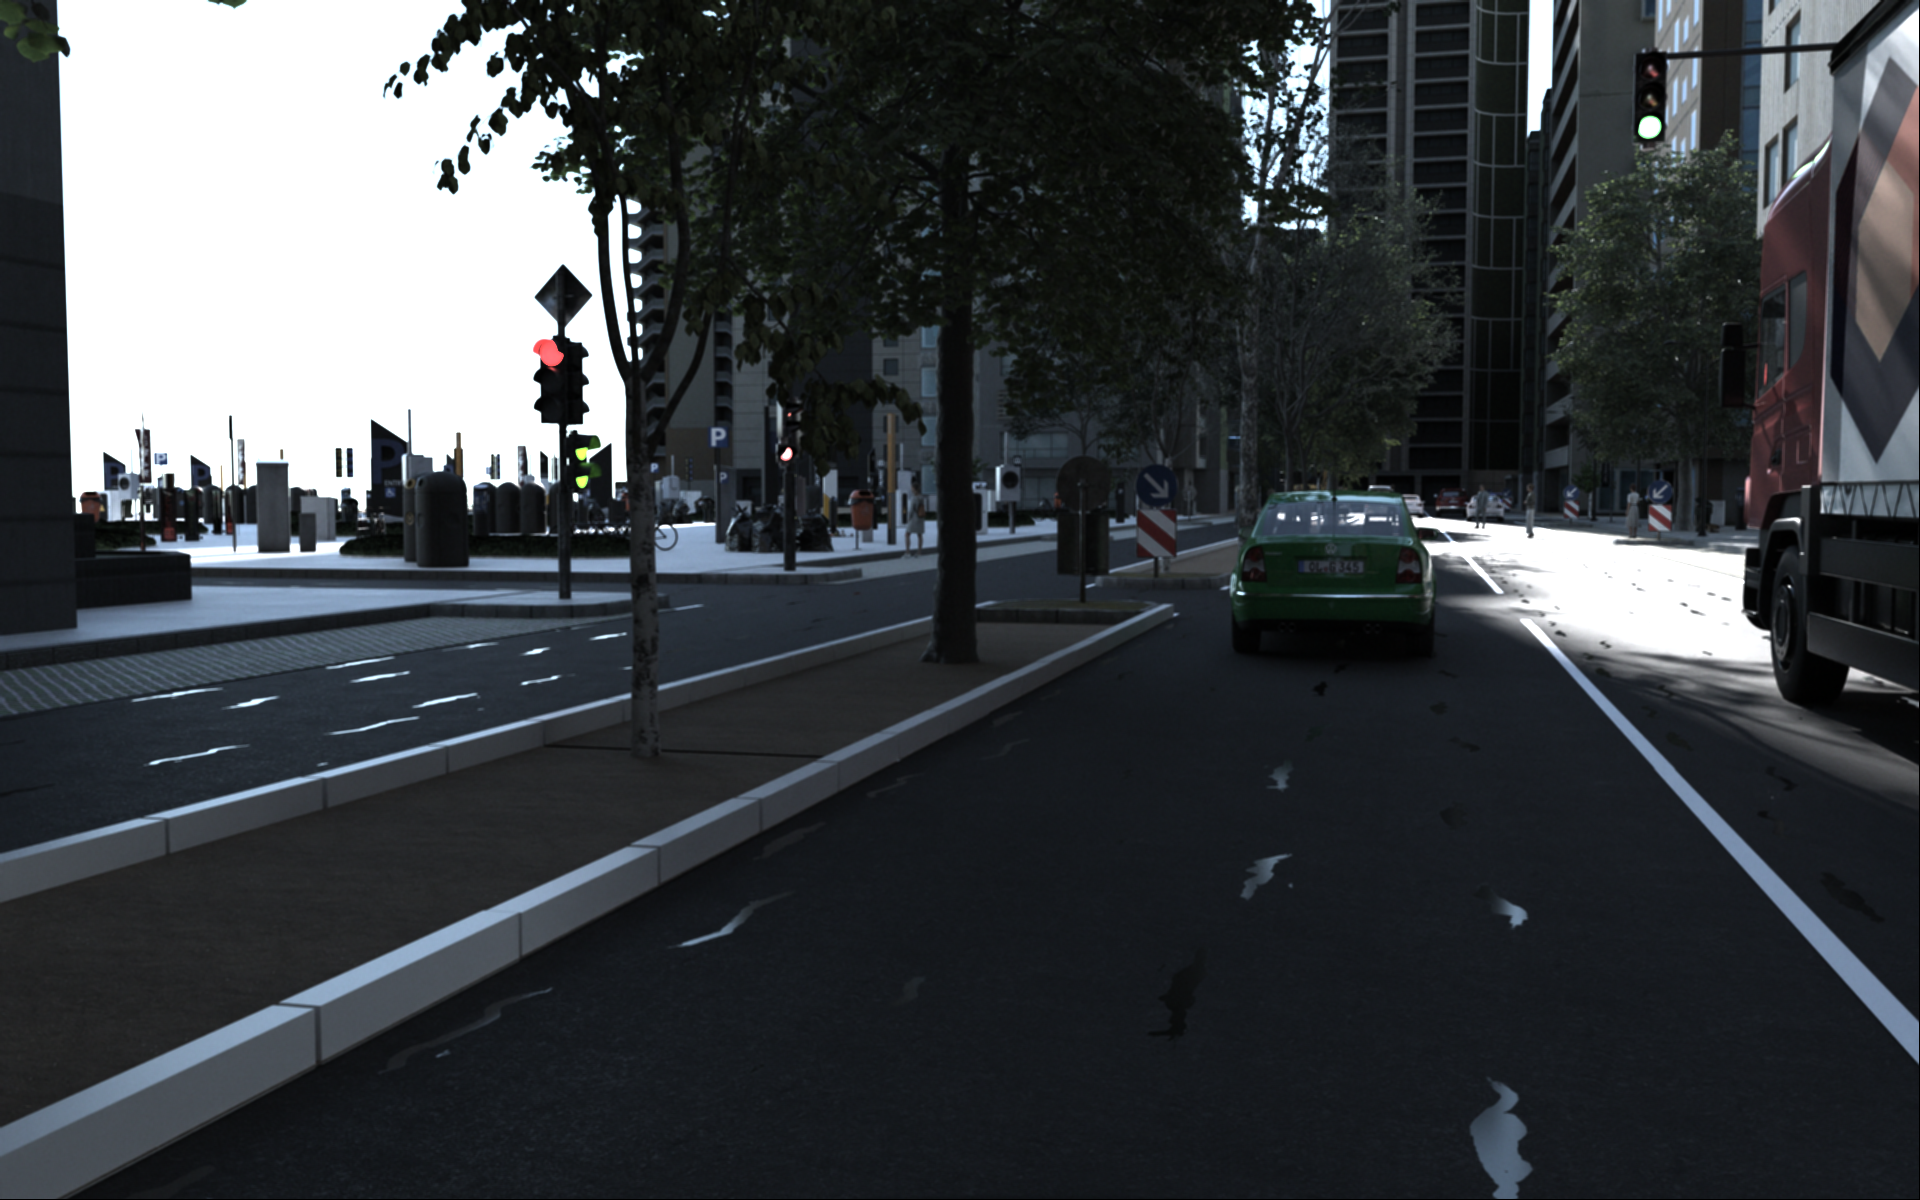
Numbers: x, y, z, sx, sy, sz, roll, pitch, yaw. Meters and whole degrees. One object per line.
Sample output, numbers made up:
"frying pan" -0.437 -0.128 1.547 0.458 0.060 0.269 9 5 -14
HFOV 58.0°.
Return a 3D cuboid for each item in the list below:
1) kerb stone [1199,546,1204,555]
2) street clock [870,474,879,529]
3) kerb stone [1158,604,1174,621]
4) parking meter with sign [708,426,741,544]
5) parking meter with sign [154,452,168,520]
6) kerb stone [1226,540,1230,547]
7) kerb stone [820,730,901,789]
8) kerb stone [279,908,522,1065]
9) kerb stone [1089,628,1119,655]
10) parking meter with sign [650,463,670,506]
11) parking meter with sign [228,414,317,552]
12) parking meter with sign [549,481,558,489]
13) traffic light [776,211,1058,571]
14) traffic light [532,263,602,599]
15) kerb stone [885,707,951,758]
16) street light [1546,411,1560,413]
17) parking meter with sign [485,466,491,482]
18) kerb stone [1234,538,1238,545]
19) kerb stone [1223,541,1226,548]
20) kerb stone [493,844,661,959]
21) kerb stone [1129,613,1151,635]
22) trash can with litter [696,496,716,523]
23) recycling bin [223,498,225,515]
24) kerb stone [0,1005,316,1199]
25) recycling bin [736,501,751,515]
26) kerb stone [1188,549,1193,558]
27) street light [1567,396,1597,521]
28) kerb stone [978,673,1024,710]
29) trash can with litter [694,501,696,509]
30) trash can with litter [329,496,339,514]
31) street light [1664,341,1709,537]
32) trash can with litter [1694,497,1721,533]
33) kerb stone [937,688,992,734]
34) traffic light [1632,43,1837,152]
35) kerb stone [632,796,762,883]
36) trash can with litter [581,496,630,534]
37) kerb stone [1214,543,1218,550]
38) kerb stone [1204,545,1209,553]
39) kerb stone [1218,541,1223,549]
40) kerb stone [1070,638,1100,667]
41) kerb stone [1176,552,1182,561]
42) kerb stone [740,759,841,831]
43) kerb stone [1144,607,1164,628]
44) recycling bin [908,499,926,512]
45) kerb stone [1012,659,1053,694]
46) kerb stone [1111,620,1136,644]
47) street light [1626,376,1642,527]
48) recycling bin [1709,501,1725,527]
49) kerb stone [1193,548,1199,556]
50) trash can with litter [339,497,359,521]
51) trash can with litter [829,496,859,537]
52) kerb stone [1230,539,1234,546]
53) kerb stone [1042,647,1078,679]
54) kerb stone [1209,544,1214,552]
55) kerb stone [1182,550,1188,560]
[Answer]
"kerb stone" 5.545 -1.126 40.621 0.120 0.150 1.000 1 4 14
"street clock" -3.106 -3.562 62.802 0.358 2.002 0.471 -1 4 -19
"kerb stone" 2.308 0.153 19.715 0.120 0.150 1.000 1 4 14
"parking meter with sign" -6.135 -3.014 45.547 0.543 3.016 1.738 0 4 6
"parking meter with sign" -32.911 -4.597 71.423 0.543 3.016 1.738 -2 4 -25
"kerb stone" 7.091 -1.492 46.583 0.120 0.150 1.000 1 4 14
"kerb stone" -0.511 0.819 8.814 0.120 0.150 1.000 1 4 14
"kerb stone" -1.535 1.061 4.841 0.120 0.150 1.000 1 4 14
"kerb stone" 1.283 0.395 15.744 0.120 0.150 1.000 1 4 14
"parking meter with sign" -16.641 -6.119 96.311 0.543 3.016 1.738 -2 4 -35
"parking meter with sign" -15.172 -2.570 38.277 1.738 3.016 0.543 -1 4 -18
"parking meter with sign" -22.949 -6.229 98.101 1.738 3.016 0.543 2 4 30
"traffic light" -0.785 -3.285 28.382 4.771 5.953 1.251 1 4 14
"traffic light" -4.833 -1.971 21.141 0.839 4.253 0.868 1 4 14
"kerb stone" -0.254 0.758 9.803 0.120 0.150 1.000 1 4 14
"street light" 33.407 -7.591 96.659 1.470 5.913 1.316 1 4 14
"parking meter with sign" -29.788 -6.909 109.231 0.543 3.016 1.738 -2 4 -26
"kerb stone" 7.604 -1.613 48.568 0.120 0.150 1.000 1 4 14
"kerb stone" 6.834 -1.431 45.591 0.120 0.150 1.000 1 4 14
"kerb stone" -1.282 1.006 5.832 0.120 0.150 1.000 1 4 14
"kerb stone" 1.794 0.273 17.731 0.120 0.150 1.000 1 4 14
"trash can with litter" -10.888 -3.949 75.955 0.624 1.170 1.055 2 4 34
"recycling bin" -44.723 -5.705 105.827 0.722 1.027 0.722 3 5 42
"kerb stone" -1.791 1.122 3.852 0.120 0.150 1.000 1 4 14
"recycling bin" -8.489 -3.306 66.604 0.722 1.027 0.722 -2 4 -30
"kerb stone" 5.024 -1.006 38.643 0.120 0.150 1.000 1 4 14
"street light" 29.580 -6.708 82.214 1.470 5.913 1.316 1 4 14
"kerb stone" 0.254 0.638 11.784 0.120 0.150 1.000 1 4 14
"trash can with litter" -12.748 -4.415 83.571 1.055 1.170 0.624 2 4 23
"trash can with litter" -29.958 -4.312 81.562 2.233 1.210 1.678 -3 4 -36
"street light" 21.997 -4.889 52.471 1.470 5.913 1.316 1 4 14
"trash can with litter" 25.018 -2.841 57.842 0.624 1.170 1.055 -1 4 -15
"kerb stone" 0.006 0.697 10.792 0.120 0.150 1.000 1 4 14
"traffic light" 9.207 -2.613 17.394 4.771 5.953 1.251 1 4 14
"kerb stone" -1.028 0.943 6.828 0.120 0.150 1.000 1 4 14
"trash can with litter" -10.792 -2.531 52.441 2.233 1.210 1.678 -1 4 -23
"kerb stone" 6.318 -1.310 43.612 0.120 0.150 1.000 1 4 14
"kerb stone" 5.809 -1.188 41.617 0.120 0.150 1.000 1 4 14
"kerb stone" 6.584 -1.370 44.599 0.120 0.150 1.000 1 4 14
"kerb stone" 1.026 0.459 14.755 0.120 0.150 1.000 1 4 14
"kerb stone" 4.526 -0.885 36.660 0.120 0.150 1.000 1 4 14
"kerb stone" -0.767 0.882 7.819 0.120 0.150 1.000 1 4 14
"kerb stone" 2.047 0.212 18.721 0.120 0.150 1.000 1 4 14
"recycling bin" -2.246 -4.802 91.068 0.722 1.027 0.722 2 4 27
"kerb stone" 0.511 0.580 12.776 0.120 0.150 1.000 1 4 14
"kerb stone" 1.536 0.334 16.739 0.120 0.150 1.000 1 4 14
"street light" 25.684 -5.774 66.952 1.470 5.913 1.316 1 4 14
"recycling bin" 29.247 -3.349 67.307 0.722 1.027 0.722 1 4 8
"kerb stone" 5.289 -1.066 39.631 0.120 0.150 1.000 1 4 14
"trash can with litter" -20.985 -2.951 59.641 0.624 1.170 1.055 -1 4 -10
"trash can with litter" -3.693 -2.531 52.446 1.678 1.210 2.233 0 4 2
"kerb stone" 7.346 -1.552 47.578 0.120 0.150 1.000 1 4 14
"kerb stone" 0.766 0.516 13.766 0.120 0.150 1.000 1 4 14
"kerb stone" 6.063 -1.249 42.612 0.120 0.150 1.000 1 4 14
"kerb stone" 4.779 -0.945 37.651 0.120 0.150 1.000 1 4 14
